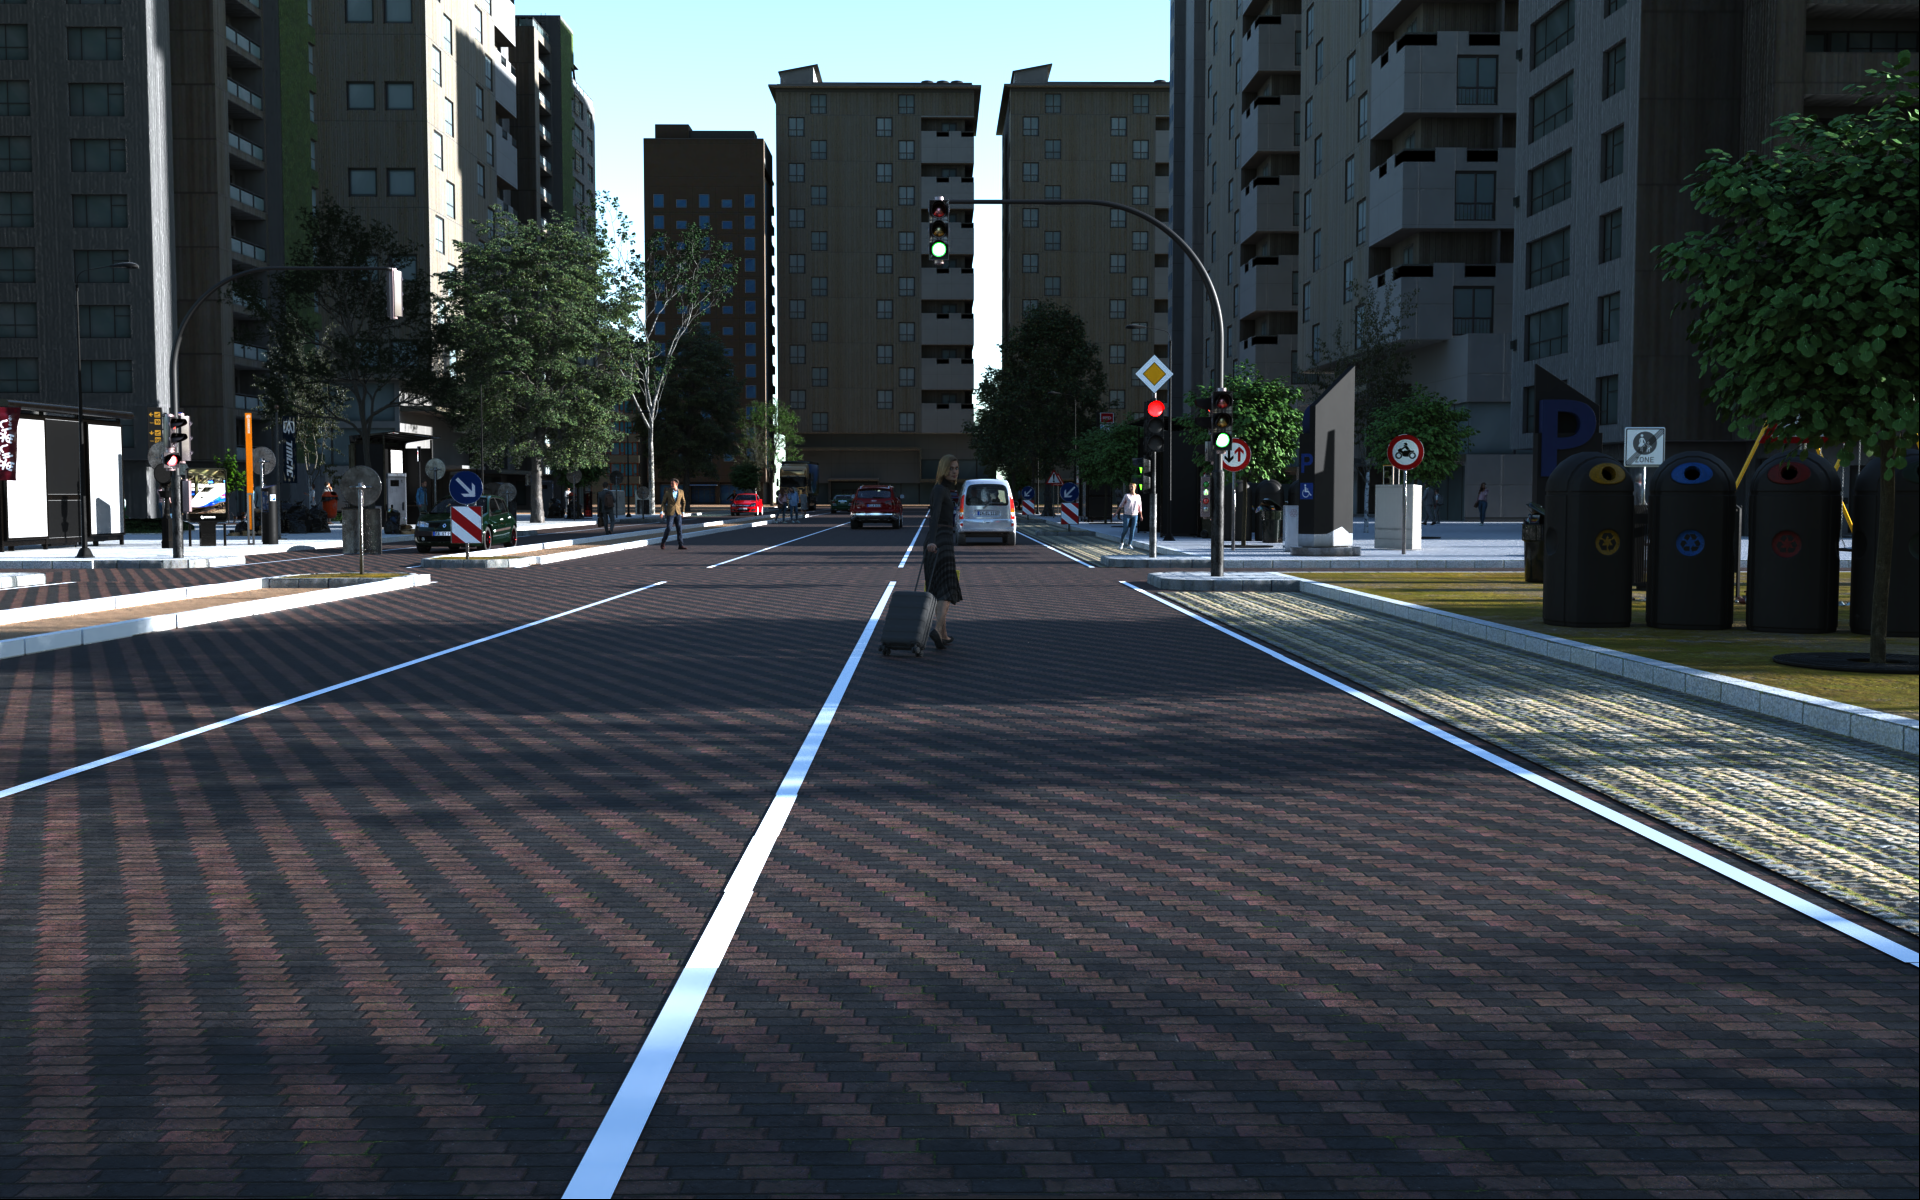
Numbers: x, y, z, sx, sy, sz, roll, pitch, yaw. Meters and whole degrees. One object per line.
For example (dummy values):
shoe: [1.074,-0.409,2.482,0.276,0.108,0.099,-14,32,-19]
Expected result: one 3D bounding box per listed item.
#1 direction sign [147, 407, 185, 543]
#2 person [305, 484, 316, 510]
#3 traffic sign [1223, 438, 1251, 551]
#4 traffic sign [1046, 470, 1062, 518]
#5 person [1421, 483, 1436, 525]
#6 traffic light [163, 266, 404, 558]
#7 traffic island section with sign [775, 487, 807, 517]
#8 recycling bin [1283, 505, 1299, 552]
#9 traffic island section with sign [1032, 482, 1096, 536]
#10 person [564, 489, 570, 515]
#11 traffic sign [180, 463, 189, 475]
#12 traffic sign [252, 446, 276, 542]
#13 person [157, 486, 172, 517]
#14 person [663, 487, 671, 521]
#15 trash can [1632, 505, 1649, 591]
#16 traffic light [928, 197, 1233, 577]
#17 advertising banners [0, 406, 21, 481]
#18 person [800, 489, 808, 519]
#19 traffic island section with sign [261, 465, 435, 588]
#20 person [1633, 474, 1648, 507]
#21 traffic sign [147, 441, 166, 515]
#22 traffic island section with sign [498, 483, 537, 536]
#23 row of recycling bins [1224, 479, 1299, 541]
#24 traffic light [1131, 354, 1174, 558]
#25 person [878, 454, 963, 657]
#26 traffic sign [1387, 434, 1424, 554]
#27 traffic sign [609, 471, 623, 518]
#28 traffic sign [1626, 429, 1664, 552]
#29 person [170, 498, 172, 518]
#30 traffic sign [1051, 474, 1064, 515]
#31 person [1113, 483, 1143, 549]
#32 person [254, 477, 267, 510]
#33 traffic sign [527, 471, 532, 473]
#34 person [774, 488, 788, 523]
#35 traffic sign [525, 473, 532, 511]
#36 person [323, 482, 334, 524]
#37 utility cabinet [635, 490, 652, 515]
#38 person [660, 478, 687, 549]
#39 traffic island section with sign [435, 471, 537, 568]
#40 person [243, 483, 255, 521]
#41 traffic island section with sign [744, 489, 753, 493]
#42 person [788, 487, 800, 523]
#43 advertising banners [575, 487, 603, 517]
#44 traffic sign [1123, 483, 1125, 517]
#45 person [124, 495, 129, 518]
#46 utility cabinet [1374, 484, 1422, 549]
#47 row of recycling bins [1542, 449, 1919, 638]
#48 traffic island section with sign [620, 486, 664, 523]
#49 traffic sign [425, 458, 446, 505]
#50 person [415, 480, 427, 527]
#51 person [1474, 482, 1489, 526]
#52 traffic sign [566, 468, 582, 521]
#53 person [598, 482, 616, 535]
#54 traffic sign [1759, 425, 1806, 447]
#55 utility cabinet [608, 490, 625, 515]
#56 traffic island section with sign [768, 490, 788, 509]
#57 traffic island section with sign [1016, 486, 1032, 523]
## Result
direction sign: [-20.776,-3.266,45.392,0.876,3.537,0.379,-3,4,-35]
person: [-29.455,-4.399,78.536,0.524,1.755,0.480,-2,4,-28]
traffic sign: [6.202,-2.394,39.250,0.768,2.556,0.104,1,4,8]
traffic sign: [5.003,-5.654,92.444,0.884,2.594,0.081,0,4,0]
person: [19.349,-3.989,71.544,0.678,1.792,0.850,-3,4,-39]
traffic light: [-13.586,-3.673,34.715,4.771,5.953,1.251,0,4,-1]
traffic island section with sign: [-10.648,-6.209,109.654,2.006,1.907,1.989,0,4,-1]
recycling bin: [7.582,-1.592,38.580,0.722,1.027,0.722,0,4,6]
traffic island section with sign: [3.608,-3.120,59.633,1.989,1.847,2.006,0,4,-1]
person: [-24.495,-6.262,108.625,0.583,1.804,0.606,1,4,20]
traffic sign: [-21.696,-2.936,48.002,0.884,2.594,0.081,1,4,8]
traffic sign: [-18.699,-2.832,46.401,0.768,2.556,0.104,0,4,6]
person: [-30.636,-3.676,66.730,0.593,1.750,0.643,-1,4,-11]
person: [-15.839,-5.217,93.778,0.573,1.828,0.580,1,4,22]
trash can: [9.286,-0.702,23.125,0.748,1.137,0.748,0,3,0]
traffic light: [1.896,-3.187,26.769,4.771,5.953,1.251,0,4,-1]
advertising banners: [-19.698,-2.329,34.264,2.074,3.025,0.090,-2,4,-25]
person: [-8.860,-5.455,98.442,0.466,1.731,0.760,-1,4,-9]
traffic island section with sign: [-9.576,-1.161,27.115,2.006,1.907,1.989,0,4,-1]
person: [16.525,-2.181,42.102,0.834,1.777,0.661,-1,4,-12]
traffic sign: [-19.149,-2.541,41.649,0.768,2.556,0.104,0,3,0]
traffic island section with sign: [-15.712,-3.131,59.815,1.989,1.847,2.006,0,4,-1]
row of recycling bins: [8.964,-2.471,47.513,3.534,1.692,1.069,0,4,1]
traffic light: [3.883,-2.814,34.922,0.839,4.253,0.868,0,4,-1]
person: [-0.320,-0.440,15.919,0.699,1.804,1.509,2,4,28]
traffic sign: [9.458,-2.247,36.840,0.768,2.556,0.104,1,4,9]
traffic sign: [-18.608,-5.730,93.798,0.768,2.556,0.104,0,4,2]
traffic sign: [10.458,-1.493,26.532,0.606,2.300,0.079,0,4,2]
person: [-33.450,-3.774,73.245,1.012,1.151,0.738,3,4,38]
traffic sign: [6.136,-6.628,108.376,0.884,2.594,0.081,0,4,2]
person: [4.281,-2.170,44.659,0.731,1.740,0.598,-1,4,-21]
person: [-22.153,-3.000,55.194,0.635,1.810,0.391,-1,4,-21]
traffic sign: [-23.075,-5.712,93.492,0.768,2.556,0.104,0,4,1]
person: [-8.785,-4.642,84.994,0.643,1.750,0.593,3,4,35]
traffic sign: [-21.140,-5.095,85.428,0.606,2.300,0.079,0,4,4]
person: [-26.832,-4.120,73.586,0.473,1.802,0.592,0,4,-2]
utility cabinet: [-19.293,-5.925,105.550,1.173,1.500,0.318,3,5,40]
person: [-7.455,-2.229,44.861,0.836,1.842,0.656,2,4,32]
traffic island section with sign: [-9.663,-1.614,34.521,2.006,1.907,1.989,0,4,-1]
person: [-33.396,-4.623,81.492,0.748,1.841,0.638,-1,4,-17]
traffic island section with sign: [-16.717,-7.857,137.090,1.989,1.847,2.006,0,4,-1]
person: [-8.294,-4.747,86.386,0.793,1.790,0.793,3,5,40]
advertising banners: [-20.849,-6.175,97.154,2.074,3.025,0.090,-2,4,-26]
traffic sign: [6.688,-4.304,70.476,0.768,2.556,0.104,1,4,9]
person: [-37.937,-4.179,78.625,0.306,1.304,0.590,2,4,35]
utility cabinet: [10.121,-1.915,39.989,0.318,1.500,1.173,-2,4,-32]
row of recycling bins: [7.383,-0.570,16.435,3.534,1.692,1.069,2,4,25]
traffic island section with sign: [-16.077,-4.840,87.754,1.989,1.847,2.006,0,4,-1]
traffic sign: [-18.638,-3.756,61.523,0.768,2.556,0.104,0,4,7]
person: [-18.828,-3.313,60.562,0.444,1.785,0.601,1,4,23]
person: [21.204,-3.893,70.291,0.593,1.750,0.643,3,5,42]
traffic sign: [-18.615,-5.103,83.536,0.768,2.556,0.104,0,4,4]
person: [-11.525,-2.938,56.507,0.622,1.834,0.822,0,4,-3]
traffic sign: [8.840,-1.113,18.209,0.884,2.594,0.081,0,4,7]
utility cabinet: [-20.680,-5.855,104.409,0.318,1.500,1.173,2,4,30]
traffic island section with sign: [-17.071,-9.506,164.043,1.989,1.847,2.006,0,4,-1]
traffic island section with sign: [3.260,-4.768,86.586,1.989,1.847,2.006,0,4,-1]
